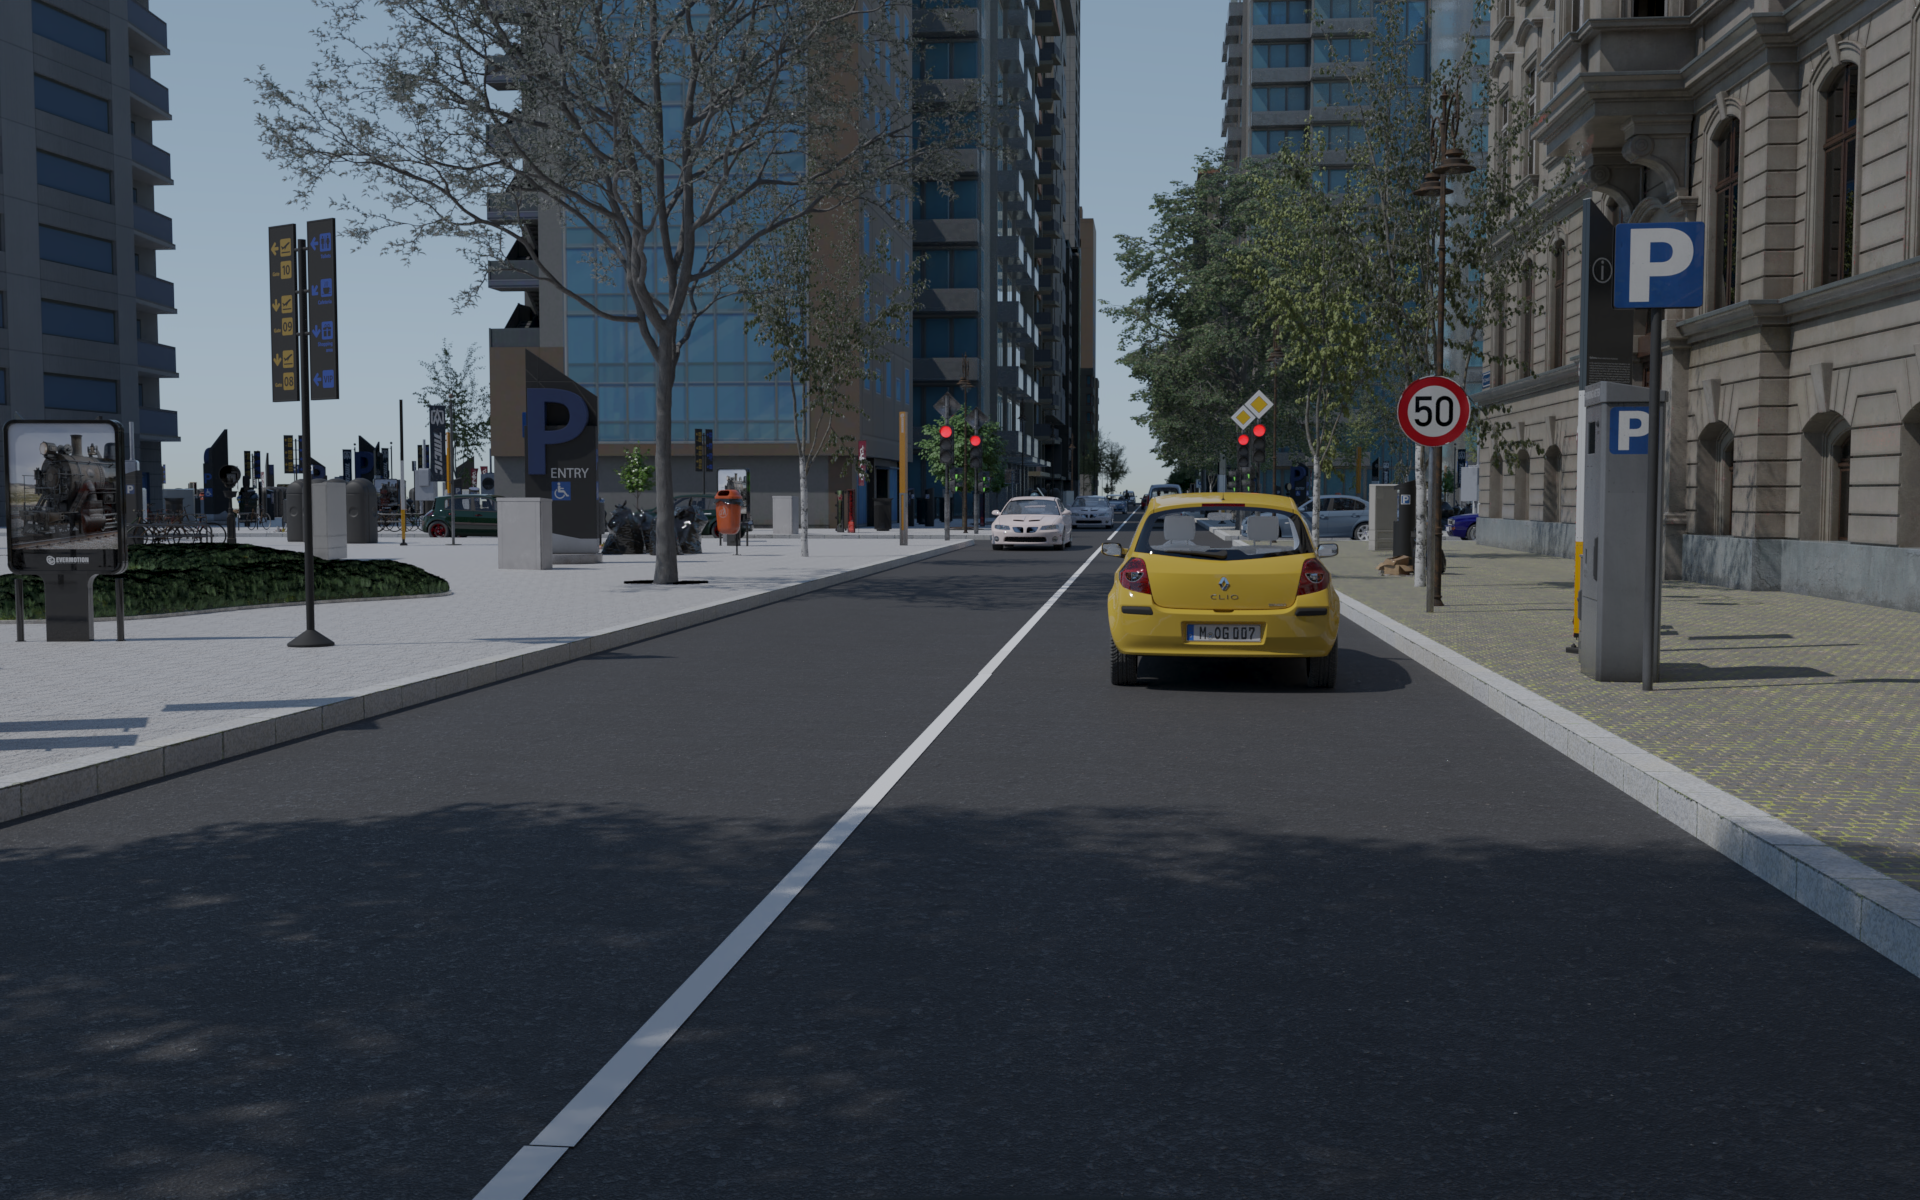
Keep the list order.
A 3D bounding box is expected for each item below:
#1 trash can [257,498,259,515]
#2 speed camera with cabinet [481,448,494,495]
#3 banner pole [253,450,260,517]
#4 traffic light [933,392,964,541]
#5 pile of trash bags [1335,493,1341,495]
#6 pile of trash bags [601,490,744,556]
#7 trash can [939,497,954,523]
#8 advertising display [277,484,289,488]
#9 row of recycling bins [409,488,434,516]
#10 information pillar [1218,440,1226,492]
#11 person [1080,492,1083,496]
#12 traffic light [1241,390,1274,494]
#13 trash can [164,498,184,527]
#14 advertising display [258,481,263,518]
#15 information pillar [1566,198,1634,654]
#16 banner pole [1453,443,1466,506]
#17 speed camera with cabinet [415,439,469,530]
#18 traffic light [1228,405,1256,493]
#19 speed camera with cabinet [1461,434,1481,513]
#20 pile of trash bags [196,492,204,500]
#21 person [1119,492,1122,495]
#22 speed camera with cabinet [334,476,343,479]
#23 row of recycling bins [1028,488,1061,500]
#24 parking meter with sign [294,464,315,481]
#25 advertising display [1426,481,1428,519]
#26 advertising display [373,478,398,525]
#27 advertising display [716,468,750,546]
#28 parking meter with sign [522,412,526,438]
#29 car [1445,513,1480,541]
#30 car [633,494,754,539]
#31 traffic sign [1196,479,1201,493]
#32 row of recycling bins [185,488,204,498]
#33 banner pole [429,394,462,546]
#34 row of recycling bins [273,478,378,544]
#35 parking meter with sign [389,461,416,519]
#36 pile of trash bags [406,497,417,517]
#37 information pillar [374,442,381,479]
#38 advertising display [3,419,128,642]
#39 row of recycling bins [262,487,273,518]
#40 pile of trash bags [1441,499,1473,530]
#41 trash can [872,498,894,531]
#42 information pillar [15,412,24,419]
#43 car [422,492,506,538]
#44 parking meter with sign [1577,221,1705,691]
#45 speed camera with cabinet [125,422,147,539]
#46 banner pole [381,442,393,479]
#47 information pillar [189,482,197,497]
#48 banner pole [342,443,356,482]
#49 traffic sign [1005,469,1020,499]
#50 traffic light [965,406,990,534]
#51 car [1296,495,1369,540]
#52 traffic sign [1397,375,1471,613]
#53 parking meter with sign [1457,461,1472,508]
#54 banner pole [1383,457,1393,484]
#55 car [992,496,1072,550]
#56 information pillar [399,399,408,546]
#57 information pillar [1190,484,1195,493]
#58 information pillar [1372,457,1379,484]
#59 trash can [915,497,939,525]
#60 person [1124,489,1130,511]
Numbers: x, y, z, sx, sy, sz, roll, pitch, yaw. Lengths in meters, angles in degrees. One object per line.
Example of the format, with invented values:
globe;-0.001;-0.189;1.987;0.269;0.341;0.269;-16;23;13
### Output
trash can;-42.080;-5.638;103.829;0.748;1.137;0.748;0;3;0
speed camera with cabinet;-20.986;-4.920;74.782;2.038;3.252;0.660;0;4;-1
banner pole;-40.319;-6.680;99.231;0.863;3.779;0.401;2;4;35
traffic light;-0.334;-3.591;47.630;0.839;4.253;0.868;0;4;6
pile of trash bags;26.478;-6.701;119.315;1.912;1.369;3.447;0;4;-7
pile of trash bags;-5.993;-1.653;36.787;3.447;1.369;1.912;2;4;32
trash can;-0.634;-4.072;78.228;0.748;1.137;0.748;0;3;0
advertising display;-42.716;-6.386;109.622;0.974;1.923;0.123;0;4;-4
row of recycling bins;-31.419;-5.750;101.128;1.069;1.692;3.534;-2;4;-31
information pillar;11.252;-5.084;74.486;0.183;3.616;0.504;3;5;40
person;14.456;-12.211;208.878;1.217;1.736;0.721;0;4;7
traffic light;8.028;-3.536;46.727;0.839;4.253;0.868;0;4;6
trash can;-29.793;-3.304;65.678;0.748;1.137;0.748;0;3;0
advertising display;-34.996;-4.982;86.674;0.123;1.923;0.974;-1;4;-19
information pillar;5.168;-1.380;13.913;0.504;3.616;0.183;-1;4;-22
banner pole;24.376;-5.790;84.686;0.401;3.779;0.863;-3;4;-38
speed camera with cabinet;-18.662;-4.188;62.818;2.038;3.252;0.660;0;3;0
traffic light;8.903;-4.021;54.664;0.839;4.253;0.868;0;4;6
speed camera with cabinet;17.005;-3.807;56.587;0.660;3.252;2.038;3;4;37
pile of trash bags;-42.820;-5.288;96.213;3.447;1.369;1.912;2;4;30
person;22.561;-14.256;242.298;0.721;1.736;1.217;3;4;39
speed camera with cabinet;-30.627;-5.671;87.063;0.660;3.252;2.038;1;4;13
row of recycling bins;5.251;-6.862;119.307;3.534;1.692;1.069;1;4;19
parking meter with sign;-38.314;-6.407;101.015;1.738;3.016;0.543;3;4;36
advertising display;23.797;-5.035;87.528;0.974;1.923;0.123;3;5;44
advertising display;-23.732;-4.061;71.603;0.974;1.923;0.123;-2;4;-28
advertising display;-5.586;-2.293;42.706;0.974;1.923;0.123;2;4;32
parking meter with sign;-8.847;-2.437;36.098;0.543;3.016;1.738;-1;4;-13
car;15.964;-2.267;49.640;3.894;1.354;1.945;1;4;8
car;-8.483;-2.677;53.550;4.222;1.686;2.009;0;4;8
traffic sign;16.456;-7.121;118.552;0.606;2.300;0.079;0;4;7
row of recycling bins;-54.399;-7.126;123.625;1.069;1.692;3.534;0;4;4
banner pole;-12.833;-3.245;43.079;0.401;3.779;0.863;3;5;40
row of recycling bins;-16.633;-2.364;45.762;3.534;1.692;1.069;3;4;39
parking meter with sign;-29.443;-5.785;90.849;1.738;3.016;0.543;0;4;-2
pile of trash bags;-31.526;-5.224;95.166;3.447;1.369;1.912;1;4;16
information pillar;-25.916;-5.242;77.067;0.183;3.616;0.504;0;4;5
advertising display;-7.748;-0.600;15.027;0.974;1.923;0.123;0;4;-3
row of recycling bins;-37.984;-5.456;96.311;1.069;1.692;3.534;0;4;-6
pile of trash bags;17.350;-3.181;61.758;1.912;1.369;3.447;-2;4;-34
trash can;-2.667;-2.956;59.989;0.748;1.137;0.748;0;3;0
information pillar;-26.685;-3.551;49.407;0.504;3.616;0.183;1;4;16
car;-14.145;-2.607;52.415;4.222;1.686;2.009;0;4;5
parking meter with sign;4.635;-0.965;12.033;0.543;3.016;1.738;1;4;10
speed camera with cabinet;-23.064;-3.288;48.093;0.660;3.252;2.038;-1;4;-18
banner pole;-27.269;-5.663;82.599;0.401;3.779;0.863;2;4;29
information pillar;-46.594;-6.165;105.290;0.304;2.012;0.304;1;4;17
banner pole;-29.900;-5.811;85.023;0.863;3.779;0.401;-3;5;-41
traffic sign;2.113;-4.164;70.219;0.606;2.300;0.079;1;4;10
traffic light;0.541;-4.076;55.567;0.839;4.253;0.868;0;4;6
car;10.514;-2.369;50.741;4.499;1.417;2.014;0;4;7
traffic sign;5.092;-1.136;18.687;0.768;2.556;0.104;1;4;9
parking meter with sign;26.975;-5.885;92.486;0.543;3.016;1.738;2;4;27
banner pole;28.509;-7.665;115.336;0.863;3.779;0.401;-1;4;-10
car;1.940;-2.039;45.698;2.083;1.381;4.827;0;4;8
information pillar;-13.887;-3.166;43.120;0.183;3.616;0.504;-1;4;-19
information pillar;16.297;-7.144;121.289;0.304;2.012;0.304;1;4;11
information pillar;26.145;-7.193;108.961;0.504;3.616;0.183;3;5;43
trash can;-1.526;-3.749;72.951;0.748;1.137;0.748;0;3;0
person;13.838;-8.285;143.982;0.705;1.821;1.348;2;4;35
